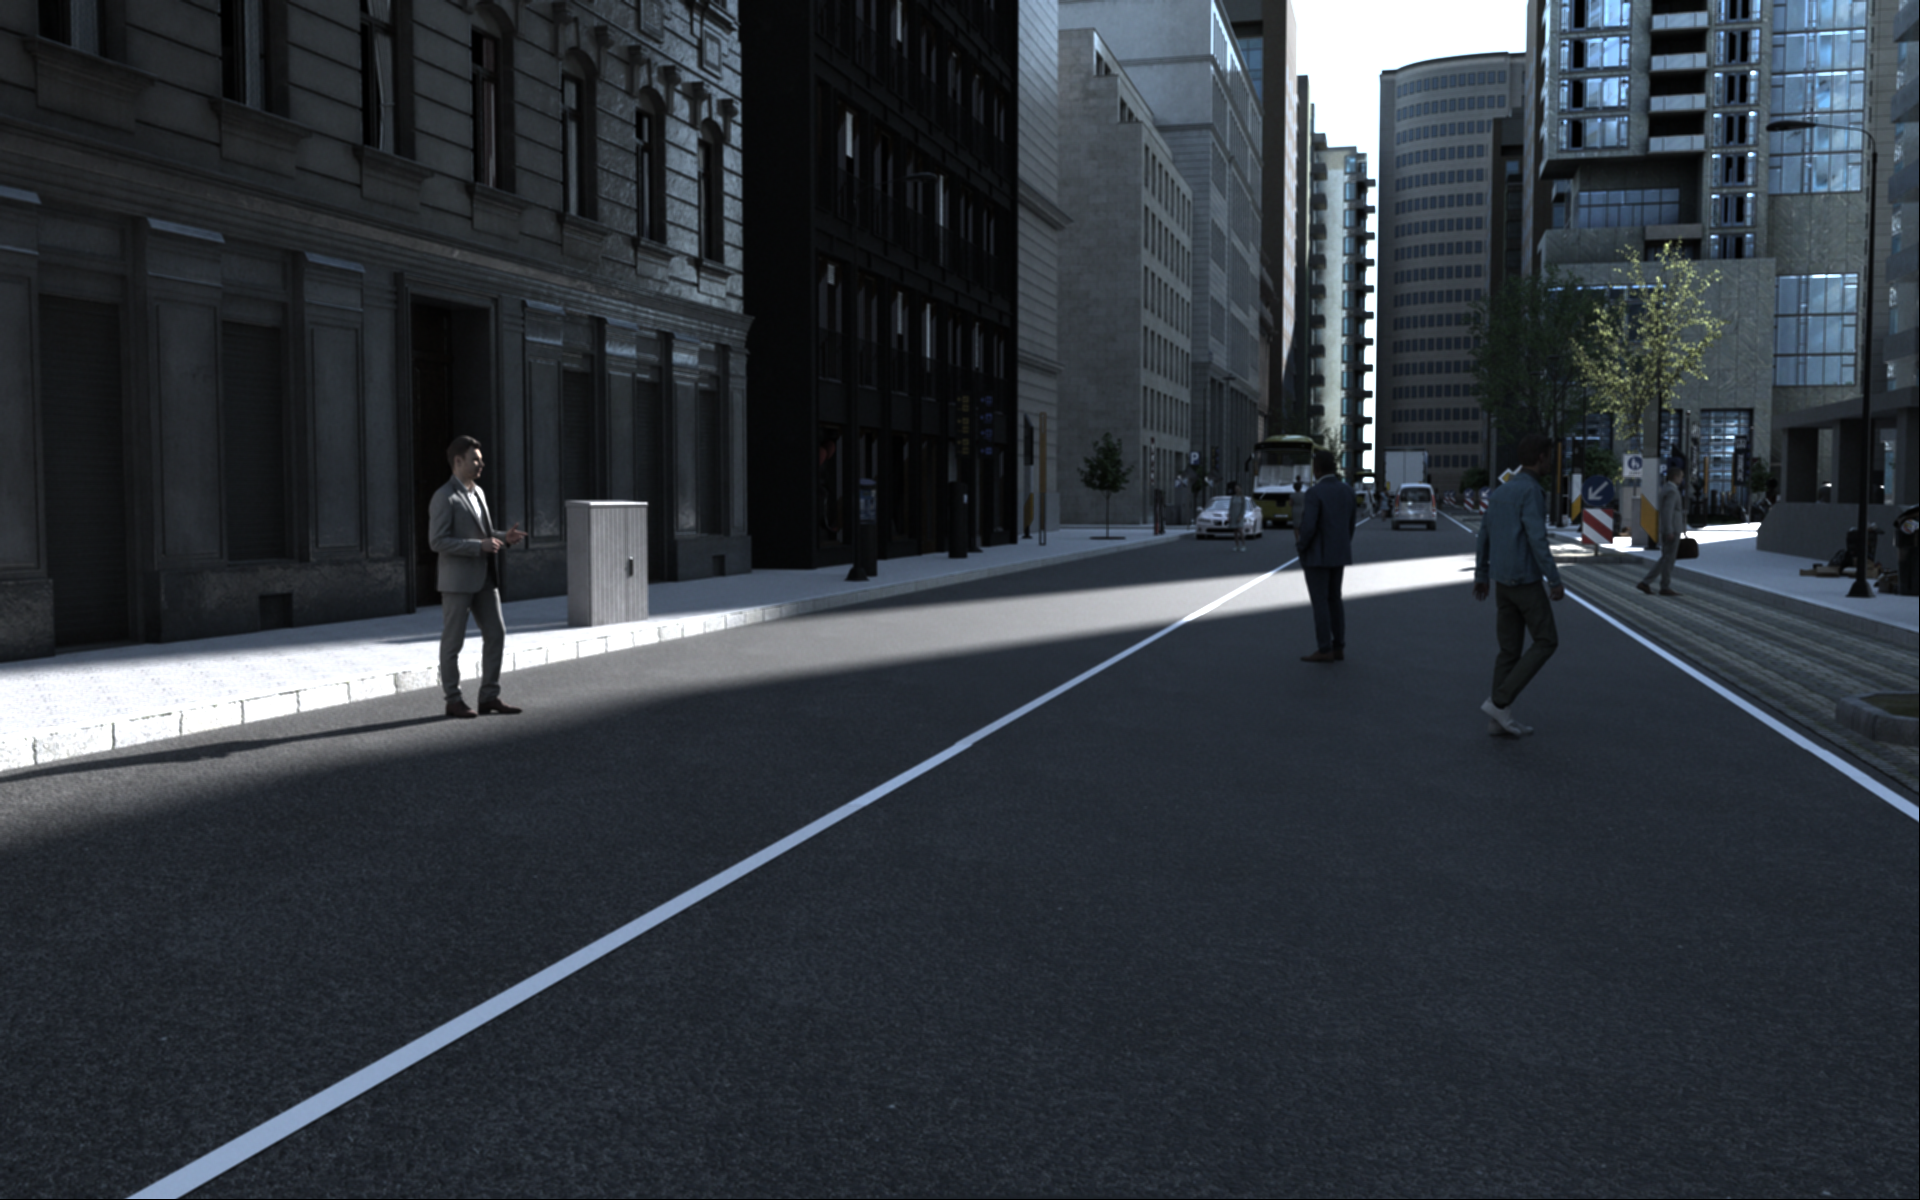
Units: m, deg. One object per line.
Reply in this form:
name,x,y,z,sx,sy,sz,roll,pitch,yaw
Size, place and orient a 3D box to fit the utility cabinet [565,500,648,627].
utility cabinet,-3.487,-0.369,17.191,0.306,1.237,1.020,1,4,22

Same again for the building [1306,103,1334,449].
building,27.524,-35.804,205.001,30.456,49.044,23.786,1,4,15

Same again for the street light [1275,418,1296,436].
street light,19.730,-8.131,105.476,1.470,5.913,1.316,1,4,15

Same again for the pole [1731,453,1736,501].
pole,38.662,-5.669,86.534,0.158,3.312,0.155,0,3,0

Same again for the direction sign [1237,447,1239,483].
direction sign,13.381,-5.593,83.436,0.379,3.537,0.876,0,4,7

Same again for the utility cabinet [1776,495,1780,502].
utility cabinet,44.643,-5.117,94.819,0.306,1.237,1.020,-3,5,-39

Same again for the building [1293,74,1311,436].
building,25.837,-29.488,165.720,14.154,41.232,14.086,1,4,15

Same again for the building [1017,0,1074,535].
building,-8.839,-16.466,56.608,23.554,28.519,14.401,1,4,15

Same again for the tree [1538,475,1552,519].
tree,30.129,-5.809,89.578,1.663,3.219,1.824,0,3,0

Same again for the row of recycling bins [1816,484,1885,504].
row of recycling bins,37.175,-4.043,73.221,3.534,1.692,1.069,0,4,7

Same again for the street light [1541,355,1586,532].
street light,20.325,-5.228,58.017,1.470,5.913,1.316,1,4,15

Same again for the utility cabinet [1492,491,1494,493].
utility cabinet,36.222,-6.640,117.235,0.318,1.500,1.173,0,4,0

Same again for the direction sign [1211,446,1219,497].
direction sign,12.106,-5.523,82.298,0.379,3.537,0.876,2,4,30

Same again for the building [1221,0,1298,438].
building,21.856,-30.670,151.568,14.600,45.320,14.200,1,4,15

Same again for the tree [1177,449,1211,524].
tree,10.093,-4.918,75.011,1.663,3.219,1.824,0,3,0

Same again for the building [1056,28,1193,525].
building,4.518,-13.797,80.333,10.420,20.320,16.860,1,4,15

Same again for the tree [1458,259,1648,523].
tree,26.656,-9.310,77.971,9.928,11.665,9.643,0,3,0

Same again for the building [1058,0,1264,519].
building,11.033,-19.875,102.446,11.434,29.767,29.804,1,4,15

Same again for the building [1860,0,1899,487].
building,90.294,-46.020,190.675,20.611,71.187,20.563,1,4,15

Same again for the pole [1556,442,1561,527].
pole,23.609,-4.547,68.182,0.158,3.312,0.155,0,3,0

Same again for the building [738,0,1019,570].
building,-6.462,-12.732,37.843,12.332,23.373,15.834,1,4,15

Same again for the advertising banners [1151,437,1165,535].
advertising banners,6.163,-3.541,54.080,0.090,3.025,2.074,1,4,19

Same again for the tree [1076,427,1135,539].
tree,4.326,-3.359,49.521,1.663,3.219,1.824,0,3,0

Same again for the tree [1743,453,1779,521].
tree,37.381,-5.303,81.309,1.663,3.219,1.824,0,3,0

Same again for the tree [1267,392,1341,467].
tree,24.136,-10.620,123.992,4.737,8.622,4.395,0,3,0

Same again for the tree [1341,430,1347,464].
tree,38.704,-14.165,181.966,4.737,8.622,4.395,0,3,0

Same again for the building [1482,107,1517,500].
building,68.098,-33.639,200.102,14.600,45.320,14.200,1,4,15

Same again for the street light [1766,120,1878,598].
street light,10.711,-2.998,21.562,1.470,5.913,1.316,1,4,15

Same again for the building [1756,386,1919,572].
building,32.172,-20.551,27.887,32.217,40.220,23.993,1,4,15

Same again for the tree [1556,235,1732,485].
tree,19.474,-6.042,49.148,4.360,8.622,3.978,0,3,0

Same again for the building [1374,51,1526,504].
building,69.579,-42.020,229.033,28.212,58.520,21.231,1,4,15

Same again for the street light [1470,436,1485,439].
street light,41.362,-10.141,138.344,1.470,5.913,1.316,1,4,15

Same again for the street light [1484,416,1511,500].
street light,31.838,-7.923,102.088,1.470,5.913,1.316,1,4,15

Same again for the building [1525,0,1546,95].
building,53.760,-30.091,142.101,14.600,45.320,14.200,1,4,15

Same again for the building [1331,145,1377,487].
building,41.409,-37.843,238.340,30.456,49.044,23.786,1,4,15

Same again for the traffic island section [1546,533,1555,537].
traffic island section,18.938,-2.215,58.503,2.009,0.180,2.903,1,4,15

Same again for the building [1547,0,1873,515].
building,49.357,-49.293,118.606,22.319,86.520,31.000,1,4,15

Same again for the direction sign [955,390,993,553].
direction sign,0.316,-2.818,38.065,0.876,3.537,0.379,-1,4,-18

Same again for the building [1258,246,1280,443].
building,16.207,-17.598,129.524,13.314,21.916,24.055,1,4,15

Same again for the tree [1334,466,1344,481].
tree,35.892,-11.372,169.653,4.285,4.588,4.351,0,3,0

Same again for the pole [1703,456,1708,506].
pole,40.401,-6.117,93.863,0.158,3.312,0.155,0,3,0

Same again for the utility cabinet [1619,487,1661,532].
utility cabinet,21.296,-2.790,54.292,1.173,1.500,0.318,0,4,1

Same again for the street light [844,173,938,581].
street light,-1.005,-3.229,25.332,1.470,5.913,1.316,1,4,15

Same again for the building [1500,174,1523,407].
building,56.346,-23.566,157.008,14.160,30.474,14.107,1,4,15

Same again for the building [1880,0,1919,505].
building,55.418,-27.627,71.314,30.456,49.044,23.786,1,4,15

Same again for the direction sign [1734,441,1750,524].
direction sign,33.761,-5.063,74.783,0.379,3.537,0.876,-1,4,-23

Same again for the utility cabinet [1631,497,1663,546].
utility cabinet,17.129,-1.932,42.755,1.020,1.237,0.306,2,4,25

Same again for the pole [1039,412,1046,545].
pole,2.075,-3.028,43.357,0.158,3.312,0.155,0,3,0

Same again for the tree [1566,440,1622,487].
tree,38.609,-7.419,105.022,4.285,4.588,4.351,0,3,0

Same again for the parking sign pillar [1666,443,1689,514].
parking sign pillar,37.468,-6.238,90.456,1.447,3.967,1.447,-1,4,-13

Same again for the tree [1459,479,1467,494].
tree,58.090,-12.572,200.145,1.663,3.219,1.824,0,3,0

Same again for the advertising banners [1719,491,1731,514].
advertising banners,41.195,-5.908,92.791,2.074,3.025,0.090,-3,5,-43

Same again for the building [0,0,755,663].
building,-10.160,-10.449,19.997,9.793,20.994,18.267,1,4,15

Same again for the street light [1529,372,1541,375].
street light,22.309,-5.704,65.802,1.470,5.913,1.316,1,4,15

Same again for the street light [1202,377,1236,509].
street light,10.242,-5.886,68.774,1.470,5.913,1.316,1,4,15

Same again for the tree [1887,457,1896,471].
tree,26.573,-3.231,47.421,1.663,3.219,1.824,0,3,0

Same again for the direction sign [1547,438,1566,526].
direction sign,24.046,-4.780,70.142,0.876,3.537,0.379,2,4,34

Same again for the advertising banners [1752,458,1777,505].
advertising banners,38.697,-5.282,82.552,2.074,3.025,0.090,3,4,36

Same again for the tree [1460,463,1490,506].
tree,54.919,-12.262,184.199,4.285,4.588,4.351,0,3,0
